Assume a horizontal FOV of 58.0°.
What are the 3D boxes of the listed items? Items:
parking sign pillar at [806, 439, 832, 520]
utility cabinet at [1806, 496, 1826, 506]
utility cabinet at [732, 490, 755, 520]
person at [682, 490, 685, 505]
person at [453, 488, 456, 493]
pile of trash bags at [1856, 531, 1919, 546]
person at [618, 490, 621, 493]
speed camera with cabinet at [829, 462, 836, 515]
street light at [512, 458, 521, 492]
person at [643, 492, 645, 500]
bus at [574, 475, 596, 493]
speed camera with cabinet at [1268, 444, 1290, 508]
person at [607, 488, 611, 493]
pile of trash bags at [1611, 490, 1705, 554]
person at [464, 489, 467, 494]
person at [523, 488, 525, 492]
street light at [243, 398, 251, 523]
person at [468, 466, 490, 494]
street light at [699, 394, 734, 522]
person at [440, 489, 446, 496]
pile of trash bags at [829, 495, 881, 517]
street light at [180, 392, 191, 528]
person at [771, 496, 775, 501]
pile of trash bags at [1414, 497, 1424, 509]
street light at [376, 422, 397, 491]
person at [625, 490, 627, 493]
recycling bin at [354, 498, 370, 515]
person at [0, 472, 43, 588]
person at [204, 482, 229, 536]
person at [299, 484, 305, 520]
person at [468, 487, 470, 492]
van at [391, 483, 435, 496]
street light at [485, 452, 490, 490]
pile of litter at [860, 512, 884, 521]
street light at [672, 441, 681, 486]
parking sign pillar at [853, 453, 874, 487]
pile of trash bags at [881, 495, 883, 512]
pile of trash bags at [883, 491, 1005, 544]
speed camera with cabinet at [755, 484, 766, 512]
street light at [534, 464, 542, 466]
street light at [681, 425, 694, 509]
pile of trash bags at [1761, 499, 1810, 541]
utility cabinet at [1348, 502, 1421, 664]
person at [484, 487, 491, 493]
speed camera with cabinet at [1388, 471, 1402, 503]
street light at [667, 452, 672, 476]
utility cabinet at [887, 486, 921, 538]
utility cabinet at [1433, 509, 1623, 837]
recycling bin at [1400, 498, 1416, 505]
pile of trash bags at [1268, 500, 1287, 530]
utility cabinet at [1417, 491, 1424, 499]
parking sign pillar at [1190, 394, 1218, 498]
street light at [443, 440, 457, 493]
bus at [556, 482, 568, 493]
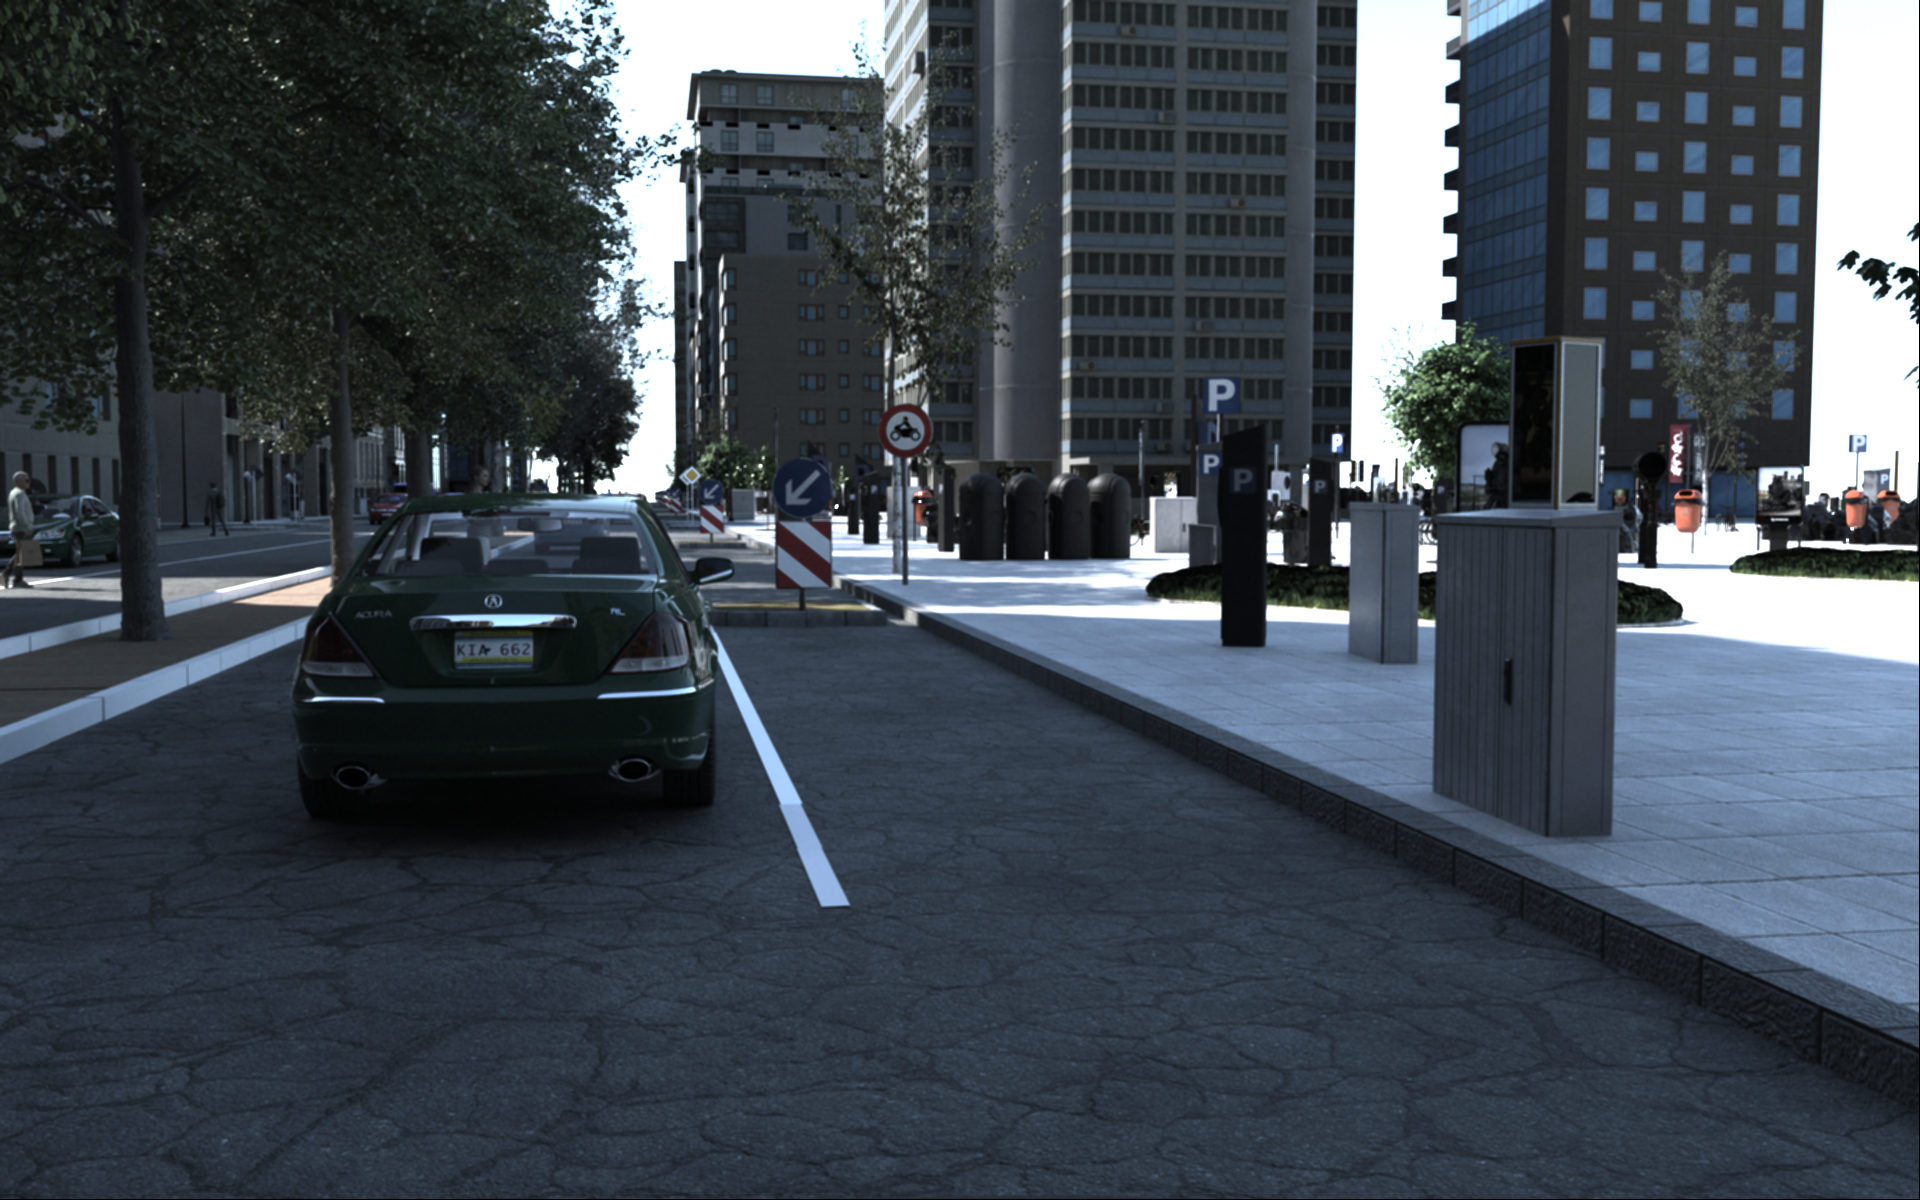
[{"bbox_3d":[-7.062,-5.952,85.793,1.447,3.967,1.447,3,4,36],"label":"parking sign pillar"},{"bbox_3d":[31.288,-3.191,63.336,0.306,1.237,1.020,0,4,2],"label":"utility cabinet"},{"bbox_3d":[-10.605,-4.635,84.463,1.173,1.500,0.318,0,4,3],"label":"utility cabinet"},{"bbox_3d":[-30.985,-11.453,193.966,0.551,1.740,0.621,1,4,17],"label":"person"},{"bbox_3d":[-46.967,-9.492,161.166,0.705,1.831,1.348,-1,4,-10],"label":"person"},{"bbox_3d":[23.290,-2.083,43.805,3.447,1.369,1.912,-3,5,-41],"label":"pile of trash bags"},{"bbox_3d":[-24.535,-7.085,125.089,0.760,1.731,0.466,-3,5,-41],"label":"person"},{"bbox_3d":[-8.768,-6.936,107.745,2.038,3.252,0.660,0,4,-7],"label":"speed camera with cabinet"},{"bbox_3d":[-58.994,-15.896,232.438,1.470,5.913,1.316,-1,4,-10],"label":"street light"},{"bbox_3d":[-49.851,-16.170,273.594,0.721,1.736,1.217,-1,4,-20],"label":"person"},{"bbox_3d":[-47.482,-13.896,218.753,2.896,3.916,12.252,-1,4,-12],"label":"bus"},{"bbox_3d":[12.406,-4.528,68.370,0.660,3.252,2.038,2,4,32],"label":"speed camera with cabinet"},{"bbox_3d":[-25.477,-7.216,126.335,0.795,1.843,0.661,1,4,21],"label":"person"},{"bbox_3d":[14.554,-1.723,37.929,1.912,1.369,3.447,-3,5,-44],"label":"pile of trash bags"},{"bbox_3d":[-37.540,-7.494,131.384,0.694,1.780,0.624,1,4,12],"label":"person"},{"bbox_3d":[-27.064,-6.041,107.623,0.532,1.782,0.716,2,4,29],"label":"person"},{"bbox_3d":[-30.616,-6.301,75.567,1.470,5.913,1.316,-1,4,-10],"label":"street light"},{"bbox_3d":[-5.491,-0.666,19.931,0.362,1.759,0.519,-1,4,-12],"label":"person"},{"bbox_3d":[-11.241,-6.616,80.720,1.470,5.913,1.316,-1,4,-10],"label":"street light"},{"bbox_3d":[-39.408,-7.575,132.334,0.794,1.824,0.713,3,4,37],"label":"person"},{"bbox_3d":[-6.563,-5.480,99.358,1.912,1.369,3.447,3,5,40],"label":"pile of trash bags"},{"bbox_3d":[-28.872,-5.697,65.685,1.470,5.913,1.316,-1,4,-10],"label":"street light"},{"bbox_3d":[-9.831,-5.321,93.406,0.716,1.782,0.532,-2,4,-32],"label":"person"},{"bbox_3d":[36.499,-7.643,134.711,3.447,1.369,1.912,0,4,8],"label":"pile of trash bags"},{"bbox_3d":[-37.054,-8.521,111.857,1.470,5.913,1.316,-1,4,-10],"label":"street light"},{"bbox_3d":[-26.683,-7.966,139.413,0.598,1.740,0.731,2,4,27],"label":"person"},{"bbox_3d":[-37.145,-5.812,107.577,0.722,1.027,0.722,3,4,39],"label":"recycling bin"},{"bbox_3d":[-14.258,-1.056,26.247,0.515,1.767,0.782,-3,5,-39],"label":"person"},{"bbox_3d":[-25.216,-3.073,58.715,0.822,1.834,0.622,3,5,39],"label":"person"},{"bbox_3d":[-32.794,-4.865,86.140,0.362,1.759,0.519,-2,4,-32],"label":"person"},{"bbox_3d":[-25.778,-5.028,91.044,0.374,1.781,0.599,-1,4,-15],"label":"person"},{"bbox_3d":[-29.423,-5.422,93.039,2.240,2.365,5.245,-1,4,-10],"label":"van"},{"bbox_3d":[-50.993,-13.199,188.341,1.470,5.913,1.316,-1,4,-10],"label":"street light"},{"bbox_3d":[-4.209,-4.292,84.144,1.176,0.858,1.719,2,4,34],"label":"pile of litter"},{"bbox_3d":[-24.745,-11.160,155.003,1.470,5.913,1.316,-1,4,-10],"label":"street light"},{"bbox_3d":[-6.357,-7.685,114.125,1.447,3.967,1.447,1,4,23],"label":"parking sign pillar"},{"bbox_3d":[-5.321,-7.006,124.303,1.912,1.369,3.447,0,4,-3],"label":"pile of trash bags"},{"bbox_3d":[-0.212,-2.201,45.744,1.912,1.369,3.447,-3,4,-36],"label":"pile of trash bags"},{"bbox_3d":[-13.789,-7.847,122.629,2.038,3.252,0.660,3,5,44],"label":"speed camera with cabinet"},{"bbox_3d":[-65.601,-18.135,269.042,1.470,5.913,1.316,-1,4,-10],"label":"street light"},{"bbox_3d":[-17.875,-8.829,116.890,1.470,5.913,1.316,-1,4,-10],"label":"street light"},{"bbox_3d":[24.004,-2.315,47.599,3.447,1.369,1.912,1,4,9],"label":"pile of trash bags"},{"bbox_3d":[3.313,-0.146,13.541,0.306,1.237,1.020,0,4,-1],"label":"utility cabinet"},{"bbox_3d":[-24.779,-5.020,90.849,0.793,1.790,0.793,0,4,-3],"label":"person"},{"bbox_3d":[31.925,-8.125,127.174,0.660,3.252,2.038,2,4,28],"label":"speed camera with cabinet"},{"bbox_3d":[-31.312,-13.387,191.413,1.470,5.913,1.316,-1,4,-10],"label":"street light"},{"bbox_3d":[-1.617,-2.512,49.742,0.318,1.500,1.173,3,5,39],"label":"utility cabinet"},{"bbox_3d":[2.240,0.257,6.954,0.306,1.237,1.020,-1,4,-9],"label":"utility cabinet"},{"bbox_3d":[25.696,-5.309,99.353,0.722,1.027,0.722,2,4,34],"label":"recycling bin"},{"bbox_3d":[10.350,-3.184,61.817,3.447,1.369,1.912,-3,5,-40],"label":"pile of trash bags"},{"bbox_3d":[36.495,-7.836,136.801,1.173,1.500,0.318,-2,4,-32],"label":"utility cabinet"},{"bbox_3d":[6.688,-3.597,47.291,1.447,3.967,1.447,2,4,25],"label":"parking sign pillar"},{"bbox_3d":[-44.355,-10.947,151.520,1.470,5.913,1.316,-1,4,-10],"label":"street light"},{"bbox_3d":[-58.920,-16.217,260.002,2.948,3.499,13.247,-1,4,-11],"label":"bus"}]
